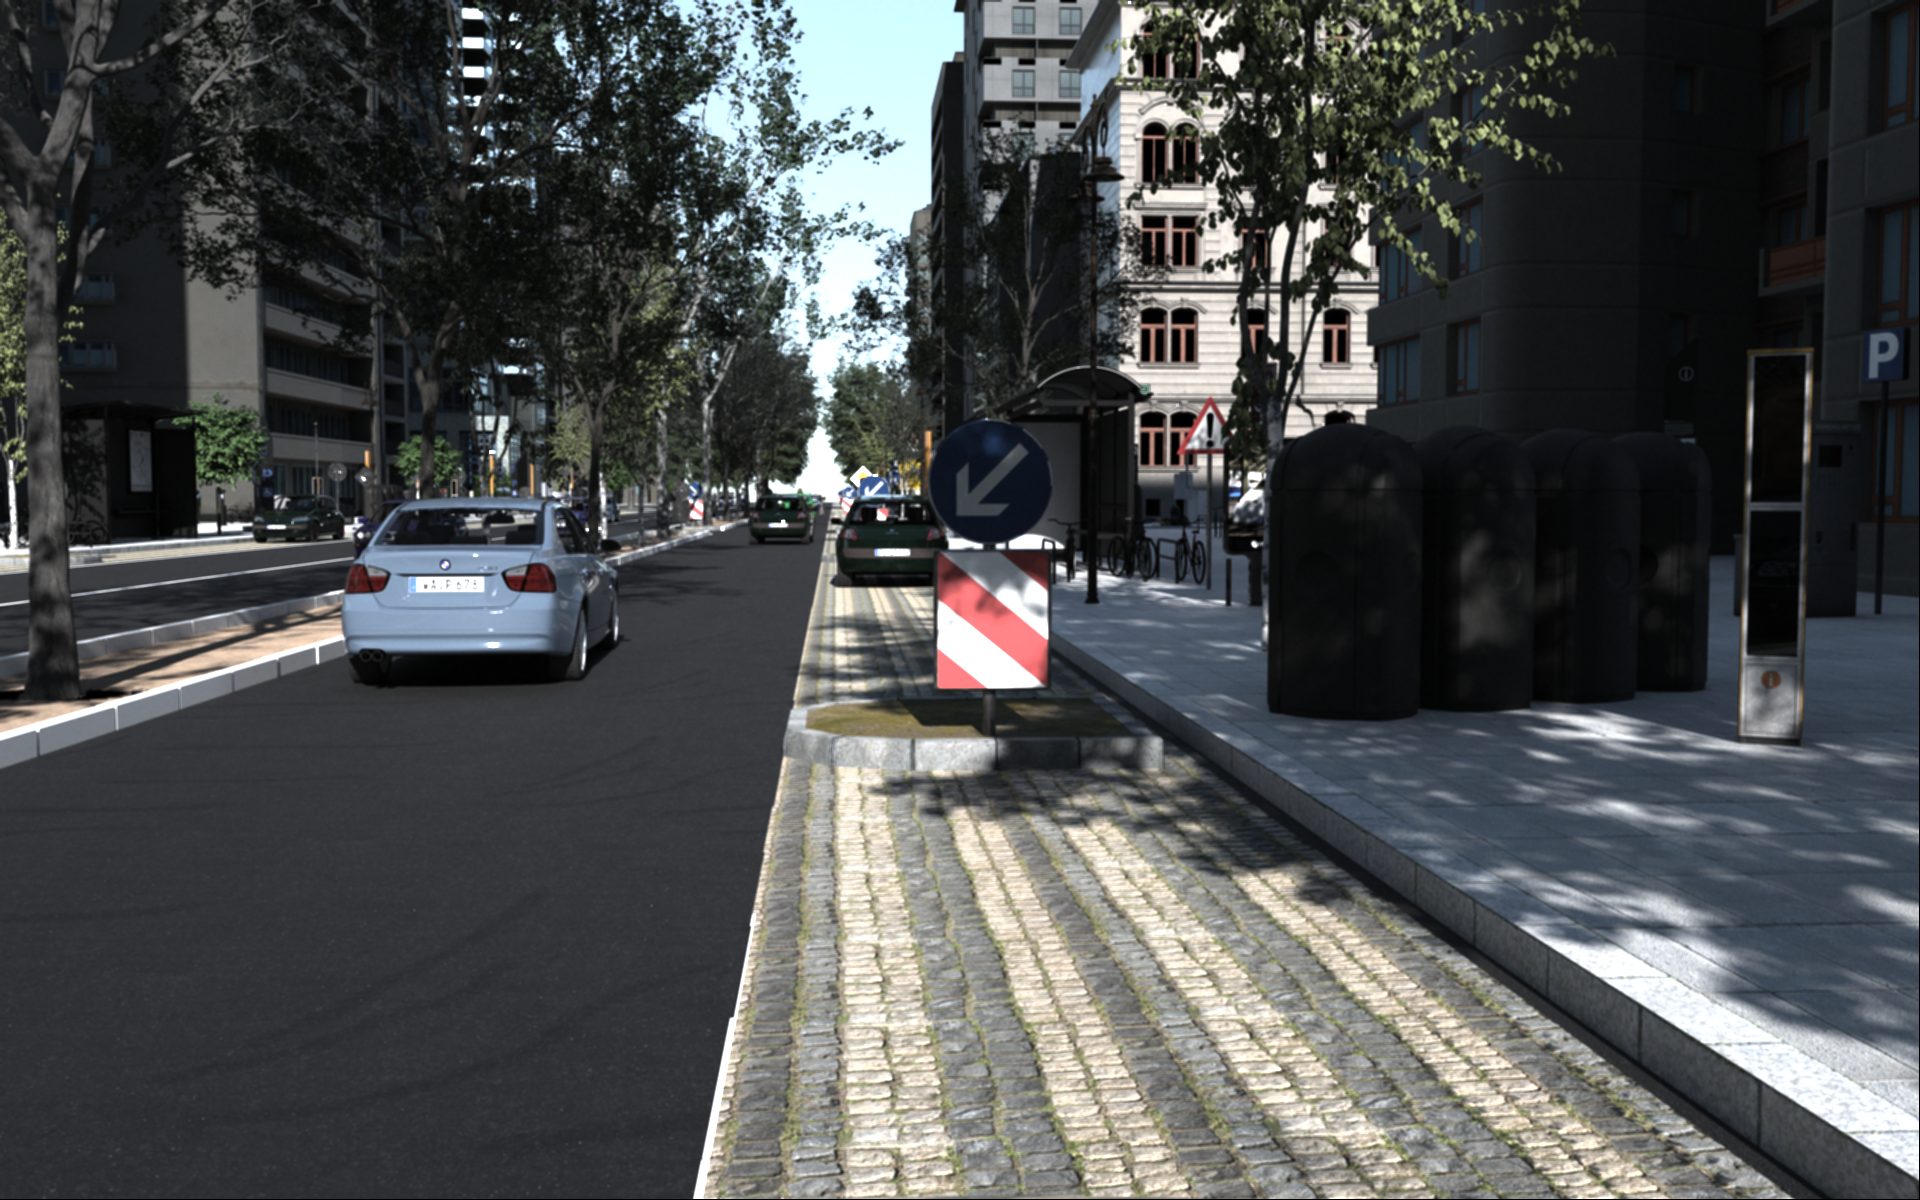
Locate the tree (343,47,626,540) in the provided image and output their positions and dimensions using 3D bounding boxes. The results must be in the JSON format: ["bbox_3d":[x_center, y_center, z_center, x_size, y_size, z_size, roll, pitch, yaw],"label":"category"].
[{"bbox_3d":[-7.815,-4.613,28.247,4.360,8.622,3.978,0,3,0],"label":"tree"}]

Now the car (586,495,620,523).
[{"bbox_3d":[-18.174,-4.600,87.210,2.014,1.417,4.499,0,4,-5],"label":"car"}]

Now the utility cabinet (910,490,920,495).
[{"bbox_3d":[-2.359,-5.005,90.512,0.318,1.500,1.173,-1,4,-16],"label":"utility cabinet"}]

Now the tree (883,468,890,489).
[{"bbox_3d":[-5.298,-8.045,126.131,1.663,3.219,1.824,0,3,0],"label":"tree"}]

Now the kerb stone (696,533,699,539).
[{"bbox_3d":[-8.314,-1.940,53.922,0.120,0.150,1.000,0,4,-4],"label":"kerb stone"}]

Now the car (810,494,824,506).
[{"bbox_3d":[-15.289,-10.381,181.738,2.014,1.417,4.499,0,4,-3],"label":"car"}]

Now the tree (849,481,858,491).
[{"bbox_3d":[-12.355,-14.014,212.839,4.285,4.588,4.351,0,3,0],"label":"tree"}]

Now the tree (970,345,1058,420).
[{"bbox_3d":[2.581,-8.259,85.398,4.360,8.622,3.978,0,3,0],"label":"tree"}]

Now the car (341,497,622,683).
[{"bbox_3d":[-3.892,-0.152,14.494,2.014,1.417,4.499,0,4,-6],"label":"car"}]

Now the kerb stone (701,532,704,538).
[{"bbox_3d":[-8.468,-2.061,55.961,0.120,0.150,1.000,0,4,-4],"label":"kerb stone"}]

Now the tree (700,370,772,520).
[{"bbox_3d":[-12.370,-8.758,96.020,4.360,8.622,3.978,0,3,0],"label":"tree"}]

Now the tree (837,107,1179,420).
[{"bbox_3d":[1.027,-6.629,42.803,8.767,10.594,7.601,0,4,3],"label":"tree"}]

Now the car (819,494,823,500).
[{"bbox_3d":[-17.196,-12.047,207.188,2.015,1.641,3.980,0,4,-5],"label":"car"}]

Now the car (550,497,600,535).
[{"bbox_3d":[-13.312,-2.823,58.743,1.945,1.354,3.894,0,4,-2],"label":"car"}]

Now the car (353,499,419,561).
[{"bbox_3d":[-11.247,-1.408,35.602,1.945,1.354,3.894,0,4,-6],"label":"car"}]

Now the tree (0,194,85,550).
[{"bbox_3d":[-21.996,-5.460,39.641,4.737,8.622,4.395,0,3,0],"label":"tree"}]

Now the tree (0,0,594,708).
[{"bbox_3d":[-6.396,-6.057,11.866,12.009,13.543,11.850,0,3,0],"label":"tree"}]

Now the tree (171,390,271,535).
[{"bbox_3d":[-23.419,-4.335,54.587,4.285,4.588,4.351,0,3,0],"label":"tree"}]

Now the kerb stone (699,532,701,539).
[{"bbox_3d":[-8.398,-1.995,54.941,0.120,0.150,1.000,0,4,-4],"label":"kerb stone"}]

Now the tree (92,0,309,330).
[{"bbox_3d":[-7.035,-5.216,22.159,8.767,10.594,7.601,0,4,-4],"label":"tree"}]

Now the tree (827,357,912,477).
[{"bbox_3d":[-8.205,-15.498,160.051,9.857,13.997,8.962,0,3,0],"label":"tree"}]

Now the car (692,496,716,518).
[{"bbox_3d":[-15.336,-5.458,101.819,1.945,1.354,3.894,0,4,-2],"label":"car"}]

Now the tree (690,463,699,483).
[{"bbox_3d":[-41.334,-23.558,302.185,9.611,12.733,9.660,0,3,0],"label":"tree"}]

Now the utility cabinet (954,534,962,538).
[{"bbox_3d":[0.169,-2.423,50.778,0.306,1.237,1.020,-2,4,-29],"label":"utility cabinet"}]

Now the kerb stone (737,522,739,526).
[{"bbox_3d":[-9.906,-3.283,75.904,0.120,0.150,1.000,0,4,-4],"label":"kerb stone"}]

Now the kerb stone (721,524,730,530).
[{"bbox_3d":[-9.470,-2.903,69.776,0.120,0.150,1.000,0,4,-4],"label":"kerb stone"}]

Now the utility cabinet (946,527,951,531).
[{"bbox_3d":[-0.128,-3.098,59.336,1.173,1.500,0.318,-2,4,-30],"label":"utility cabinet"}]

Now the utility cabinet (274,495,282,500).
[{"bbox_3d":[-31.145,-4.159,79.163,1.020,1.237,0.306,-2,4,-29],"label":"utility cabinet"}]

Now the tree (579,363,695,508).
[{"bbox_3d":[-30.440,-15.466,159.526,9.857,13.997,8.962,0,3,0],"label":"tree"}]

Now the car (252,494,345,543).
[{"bbox_3d":[-19.845,-2.583,52.018,2.009,1.686,4.222,0,4,-3],"label":"car"}]

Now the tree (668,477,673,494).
[{"bbox_3d":[-33.117,-12.402,197.374,1.663,3.219,1.824,0,3,0],"label":"tree"}]

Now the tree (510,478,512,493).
[{"bbox_3d":[-29.894,-7.249,113.123,1.663,3.219,1.824,0,3,0],"label":"tree"}]

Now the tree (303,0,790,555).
[{"bbox_3d":[-7.700,-6.040,35.622,8.767,10.594,7.601,0,4,-4],"label":"tree"}]

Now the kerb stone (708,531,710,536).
[{"bbox_3d":[-8.687,-2.252,59.020,0.120,0.150,1.000,0,4,-4],"label":"kerb stone"}]

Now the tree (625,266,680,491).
[{"bbox_3d":[-8.632,-5.436,41.699,4.360,8.622,3.978,0,3,0],"label":"tree"}]

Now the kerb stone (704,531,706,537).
[{"bbox_3d":[-8.539,-2.128,56.981,0.120,0.150,1.000,0,4,-4],"label":"kerb stone"}]

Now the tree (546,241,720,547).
[{"bbox_3d":[-8.711,-5.761,47.008,4.737,8.622,4.395,0,3,0],"label":"tree"}]

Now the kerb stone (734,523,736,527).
[{"bbox_3d":[-9.763,-3.160,73.853,0.120,0.150,1.000,0,4,-4],"label":"kerb stone"}]

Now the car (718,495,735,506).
[{"bbox_3d":[-27.430,-11.668,203.355,1.945,1.354,3.894,0,4,-5],"label":"car"}]

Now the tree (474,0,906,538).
[{"bbox_3d":[-8.459,-12.056,55.454,12.611,20.169,13.585,0,3,0],"label":"tree"}]

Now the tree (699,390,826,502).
[{"bbox_3d":[-15.556,-13.428,139.014,9.611,12.733,9.660,0,3,0],"label":"tree"}]

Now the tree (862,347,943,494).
[{"bbox_3d":[-2.860,-8.316,86.327,4.360,8.622,3.978,0,3,0],"label":"tree"}]

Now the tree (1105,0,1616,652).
[{"bbox_3d":[2.760,-3.891,13.981,4.737,8.622,4.395,0,3,0],"label":"tree"}]

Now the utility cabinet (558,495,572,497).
[{"bbox_3d":[-26.615,-6.451,116.634,1.020,1.237,0.306,2,4,32],"label":"utility cabinet"}]

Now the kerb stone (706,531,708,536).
[{"bbox_3d":[-8.622,-2.190,58.000,0.120,0.150,1.000,0,4,-4],"label":"kerb stone"}]

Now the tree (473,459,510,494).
[{"bbox_3d":[-25.502,-6.065,93.759,1.663,3.219,1.824,0,3,0],"label":"tree"}]

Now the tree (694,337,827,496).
[{"bbox_3d":[-14.598,-13.415,128.447,9.857,13.997,8.962,0,3,0],"label":"tree"}]

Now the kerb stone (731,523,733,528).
[{"bbox_3d":[-9.615,-3.035,71.815,0.120,0.150,1.000,0,4,-4],"label":"kerb stone"}]

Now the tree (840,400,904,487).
[{"bbox_3d":[-6.067,-11.147,132.613,4.737,8.622,4.395,0,3,0],"label":"tree"}]

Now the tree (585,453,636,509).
[{"bbox_3d":[-29.829,-10.160,149.833,4.285,4.588,4.351,0,3,0],"label":"tree"}]

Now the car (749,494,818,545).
[{"bbox_3d":[-5.169,-2.490,50.505,2.009,1.686,4.222,0,4,-2],"label":"car"}]

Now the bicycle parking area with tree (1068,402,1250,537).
[{"bbox_3d":[6.069,-4.033,52.939,8.231,4.147,9.016,1,4,12],"label":"bicycle parking area with tree"}]

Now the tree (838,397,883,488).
[{"bbox_3d":[-10.630,-17.395,202.536,7.486,12.596,7.792,0,3,0],"label":"tree"}]

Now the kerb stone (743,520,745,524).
[{"bbox_3d":[-10.278,-3.593,81.016,0.120,0.150,1.000,0,4,-4],"label":"kerb stone"}]

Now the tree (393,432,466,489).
[{"bbox_3d":[-25.129,-5.993,81.699,4.285,4.588,4.351,0,3,0],"label":"tree"}]

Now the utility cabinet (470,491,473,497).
[{"bbox_3d":[-30.723,-6.238,110.670,1.173,1.500,0.318,1,4,11],"label":"utility cabinet"}]

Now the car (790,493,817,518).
[{"bbox_3d":[-7.988,-4.668,85.112,1.959,1.807,4.718,0,4,-4],"label":"car"}]

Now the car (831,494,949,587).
[{"bbox_3d":[-1.091,-1.105,27.849,2.009,1.686,4.222,0,4,-2],"label":"car"}]
